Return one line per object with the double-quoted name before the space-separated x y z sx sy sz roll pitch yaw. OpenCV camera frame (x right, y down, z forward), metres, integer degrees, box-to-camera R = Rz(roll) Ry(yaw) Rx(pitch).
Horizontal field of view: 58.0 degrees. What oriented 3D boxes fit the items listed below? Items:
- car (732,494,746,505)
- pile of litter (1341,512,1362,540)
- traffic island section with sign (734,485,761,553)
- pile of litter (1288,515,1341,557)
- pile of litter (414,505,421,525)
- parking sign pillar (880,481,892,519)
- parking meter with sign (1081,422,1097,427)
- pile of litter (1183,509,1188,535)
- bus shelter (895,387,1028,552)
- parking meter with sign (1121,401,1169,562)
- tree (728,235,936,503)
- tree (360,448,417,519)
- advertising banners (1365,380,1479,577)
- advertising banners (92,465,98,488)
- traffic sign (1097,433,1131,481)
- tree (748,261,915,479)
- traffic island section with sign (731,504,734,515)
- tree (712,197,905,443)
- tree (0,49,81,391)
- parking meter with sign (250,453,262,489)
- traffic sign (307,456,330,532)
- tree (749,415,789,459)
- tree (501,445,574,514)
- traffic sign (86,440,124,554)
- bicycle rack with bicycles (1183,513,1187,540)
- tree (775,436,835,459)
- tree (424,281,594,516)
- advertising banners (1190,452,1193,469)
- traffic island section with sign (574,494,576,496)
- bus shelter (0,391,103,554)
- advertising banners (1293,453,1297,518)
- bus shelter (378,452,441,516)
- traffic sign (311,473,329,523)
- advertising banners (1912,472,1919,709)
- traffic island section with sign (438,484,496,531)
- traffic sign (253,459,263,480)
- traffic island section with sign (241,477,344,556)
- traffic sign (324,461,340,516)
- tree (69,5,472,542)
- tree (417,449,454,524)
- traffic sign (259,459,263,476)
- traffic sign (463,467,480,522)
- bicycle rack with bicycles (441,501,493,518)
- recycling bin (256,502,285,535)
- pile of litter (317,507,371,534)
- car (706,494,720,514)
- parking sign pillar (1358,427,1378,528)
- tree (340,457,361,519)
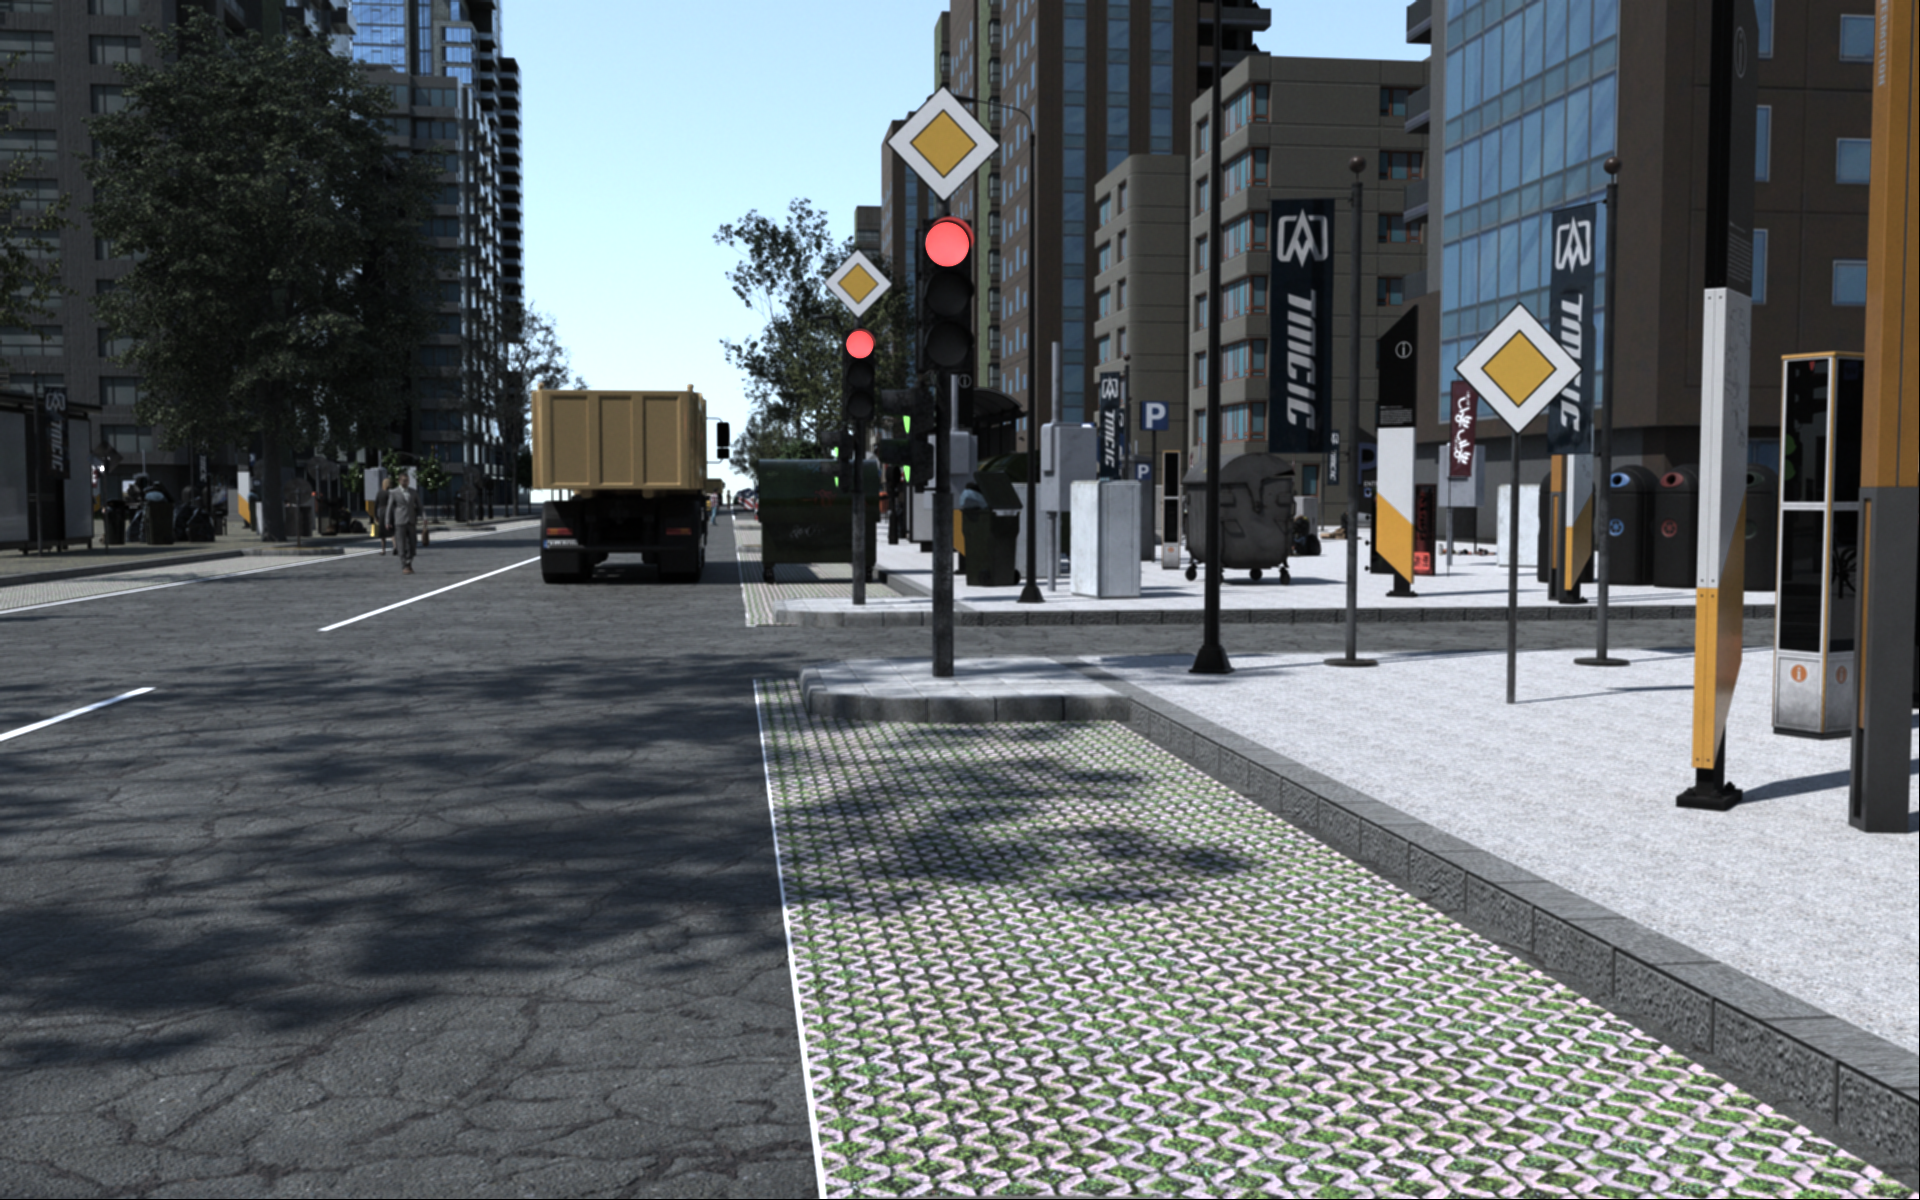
"car" -27.194 -12.584 214.540 1.959 1.807 4.718 -1 4 -9
"pile of litter" 10.847 -2.167 49.395 1.176 0.858 1.719 1 4 10
"traffic island section with sign" -4.506 -2.089 42.778 1.989 1.847 2.006 0 4 -8
"pile of litter" 6.821 -1.348 36.006 1.719 0.858 1.176 -2 4 -32
"pile of litter" -22.968 -3.543 71.886 1.176 0.858 1.719 -1 4 -13
"parking sign pillar" -3.505 -6.148 88.990 1.447 3.967 1.447 0 4 5
"parking meter with sign" 2.460 -2.785 41.803 1.738 3.016 0.543 -3 4 -36
"pile of litter" 7.226 -2.467 54.294 1.176 0.858 1.719 -1 4 -20
"bus shelter" -0.005 -2.549 35.593 2.014 3.302 5.546 0 4 -8
"parking meter with sign" 3.423 -2.269 33.353 0.543 3.016 1.738 -1 4 -16
"tree" -4.218 -7.887 63.371 8.767 10.594 7.601 1 4 14
"tree" -21.692 -4.348 65.694 1.663 3.219 1.824 0 3 0
"advertising banners" 7.244 -1.895 27.177 0.090 3.025 2.074 -3 5 -39
"advertising banners" -37.219 -4.716 73.287 2.074 3.025 0.090 1 4 19
"traffic sign" 3.041 -2.124 34.839 0.768 2.556 0.104 0 4 -5
"tree" -3.505 -6.328 53.829 4.737 8.622 4.395 0 3 0
"traffic island section with sign" -8.058 -3.723 69.499 1.989 1.847 2.006 0 4 -8
"tree" -9.256 -15.466 108.755 12.611 20.169 13.585 0 3 0
"tree" -16.036 -4.684 26.947 4.737 8.622 4.395 0 3 0
"parking meter with sign" -29.991 -4.731 73.620 0.543 3.016 1.738 -3 4 -36
"traffic sign" -21.281 -3.508 57.457 0.768 2.556 0.104 0 4 0
"tree" -16.919 -12.591 156.229 4.360 8.622 3.978 0 3 0
"tree" -28.175 -7.941 113.556 4.285 4.588 4.351 0 3 0
"traffic sign" -18.188 -2.182 36.866 0.795 2.450 0.064 0 4 0
"bicycle rack with bicycles" 5.760 -2.102 47.748 2.852 0.926 2.925 -1 4 -22
"tree" -7.848 -6.420 88.682 4.285 4.588 4.351 0 3 0
"tree" -26.086 -11.645 100.767 12.009 13.543 11.850 0 3 0
"advertising banners" 9.770 -4.626 71.828 0.090 3.025 2.074 0 4 -5
"traffic island section with sign" -25.843 -6.673 117.737 1.989 1.847 2.006 0 4 -8
"bus shelter" -20.551 -3.576 36.098 2.179 5.291 8.768 0 4 -8
"advertising banners" 12.481 -4.183 64.581 0.090 3.025 2.074 1 4 15
"bus shelter" -27.300 -5.639 86.118 2.014 3.302 5.546 0 4 -7
"traffic sign" -24.095 -3.975 65.099 0.768 2.556 0.104 0 4 2
"advertising banners" 6.289 -0.851 10.108 2.074 3.025 0.090 1 4 15
"traffic island section with sign" -19.134 -3.591 67.337 1.989 1.847 2.006 0 4 -8
"traffic sign" -25.368 -3.851 63.078 0.768 2.556 0.104 0 4 0
"traffic island section with sign" -15.583 -1.956 40.601 1.989 1.847 2.006 0 4 -8
"traffic sign" -24.331 -4.083 66.857 0.768 2.556 0.104 0 4 -7
"tree" -18.466 -8.553 46.492 9.857 13.997 8.962 0 3 0
"tree" -22.456 -4.864 74.134 1.663 3.219 1.824 0 3 0
"traffic sign" -23.456 -3.594 58.871 0.768 2.556 0.104 0 4 1
"traffic sign" -22.577 -4.892 80.090 0.768 2.556 0.104 0 4 -4
"bicycle rack with bicycles" -25.924 -4.778 91.505 2.852 0.926 2.925 -2 4 -32
"recycling bin" -21.637 -2.556 54.350 0.722 1.027 0.722 -2 4 -34
"pile of litter" -20.042 -2.583 56.202 1.719 0.858 1.176 -1 4 -13
"car" -18.268 -6.999 124.652 2.015 1.641 3.980 0 4 -7
"parking sign pillar" 15.473 -4.707 65.434 1.447 3.967 1.447 1 4 18
"tree" -31.651 -5.871 90.593 1.663 3.219 1.824 0 3 0
